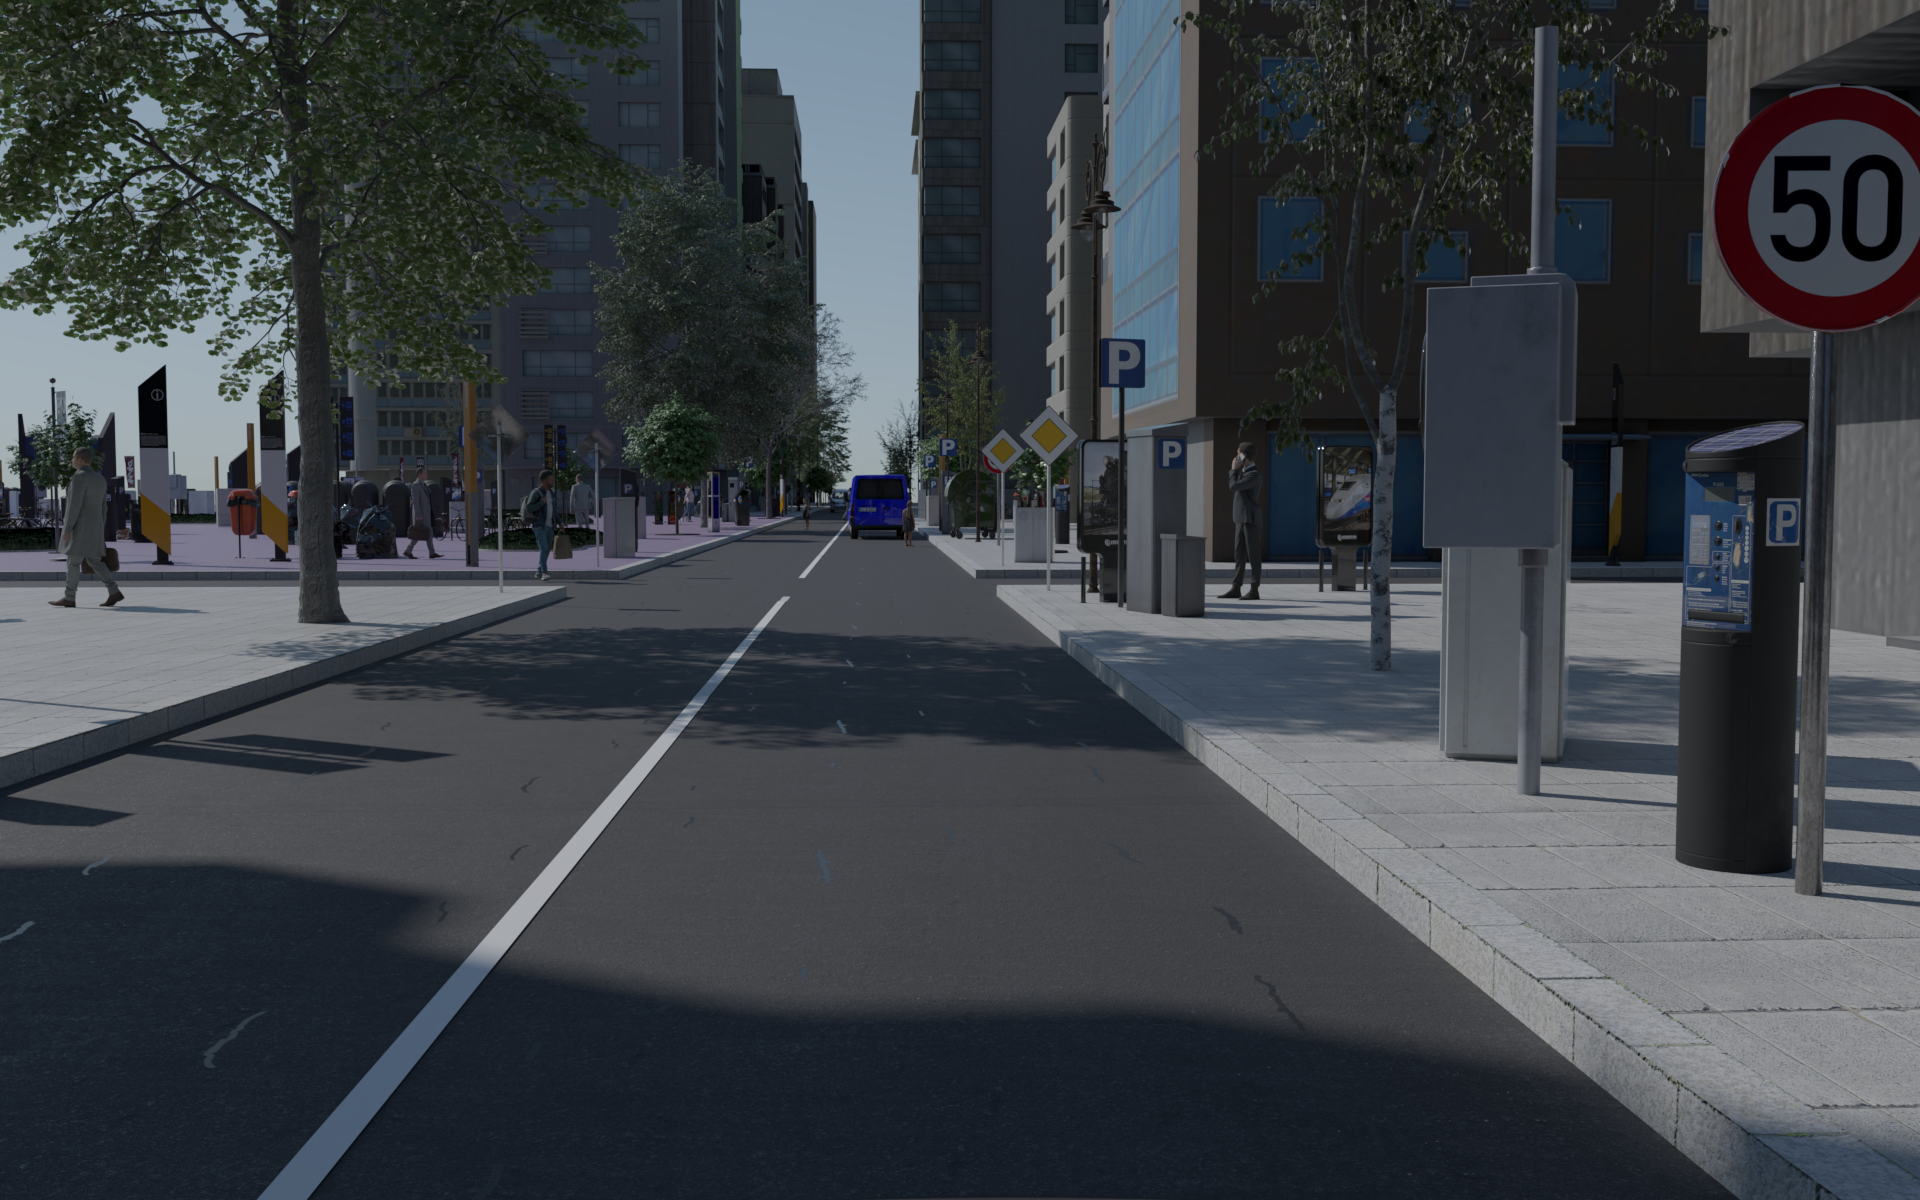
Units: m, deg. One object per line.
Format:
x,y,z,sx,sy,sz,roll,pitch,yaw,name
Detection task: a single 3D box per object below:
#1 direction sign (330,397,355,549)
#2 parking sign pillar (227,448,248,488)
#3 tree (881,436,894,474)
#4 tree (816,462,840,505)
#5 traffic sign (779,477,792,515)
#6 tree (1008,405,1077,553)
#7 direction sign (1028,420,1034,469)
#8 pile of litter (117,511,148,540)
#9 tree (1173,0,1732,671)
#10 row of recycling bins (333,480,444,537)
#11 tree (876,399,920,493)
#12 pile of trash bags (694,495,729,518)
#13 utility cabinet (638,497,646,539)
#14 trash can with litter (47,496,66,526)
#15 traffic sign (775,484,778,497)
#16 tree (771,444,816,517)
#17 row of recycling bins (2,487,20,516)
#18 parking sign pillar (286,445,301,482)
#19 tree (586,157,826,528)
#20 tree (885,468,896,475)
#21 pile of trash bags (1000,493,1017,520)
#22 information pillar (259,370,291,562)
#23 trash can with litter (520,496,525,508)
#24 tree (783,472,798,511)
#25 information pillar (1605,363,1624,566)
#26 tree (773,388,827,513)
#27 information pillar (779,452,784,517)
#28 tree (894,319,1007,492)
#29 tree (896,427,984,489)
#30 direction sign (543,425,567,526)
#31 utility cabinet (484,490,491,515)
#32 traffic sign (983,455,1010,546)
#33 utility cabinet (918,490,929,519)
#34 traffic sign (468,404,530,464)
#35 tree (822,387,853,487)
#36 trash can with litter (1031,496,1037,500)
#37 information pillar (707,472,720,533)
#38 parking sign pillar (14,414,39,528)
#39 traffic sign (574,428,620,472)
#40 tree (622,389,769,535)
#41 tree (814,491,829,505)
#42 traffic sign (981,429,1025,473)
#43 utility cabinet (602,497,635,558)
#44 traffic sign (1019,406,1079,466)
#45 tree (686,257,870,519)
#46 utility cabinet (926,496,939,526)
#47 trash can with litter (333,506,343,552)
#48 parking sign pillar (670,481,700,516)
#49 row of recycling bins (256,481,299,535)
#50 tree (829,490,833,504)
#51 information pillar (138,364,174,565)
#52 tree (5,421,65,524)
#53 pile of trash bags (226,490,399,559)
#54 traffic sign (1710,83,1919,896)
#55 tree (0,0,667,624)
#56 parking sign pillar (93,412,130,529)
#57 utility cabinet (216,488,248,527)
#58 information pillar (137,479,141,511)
-14.509,-2.960,40.400,0.876,3.537,0.379,1,4,14,direction sign
-41.017,-6.730,98.512,1.447,3.967,1.447,2,4,25,parking sign pillar
-6.498,-15.042,196.298,4.737,8.622,4.395,0,3,0,tree
-14.194,-11.490,171.571,4.285,4.588,4.351,0,3,0,tree
-10.538,-6.366,104.086,0.884,2.594,0.081,0,4,4,traffic sign
1.716,-2.643,37.815,1.663,3.219,1.824,0,3,0,tree
2.414,-3.749,53.293,0.876,3.537,0.379,-3,5,-40,direction sign
-23.334,-2.143,49.010,1.719,0.858,1.176,-2,4,-26,pile of litter
3.231,-3.803,12.545,4.360,8.622,3.978,0,3,0,tree
-17.227,-2.724,51.653,3.534,1.692,1.069,-1,4,-10,row of recycling bins
-4.012,-11.003,130.260,4.360,8.622,3.978,0,3,0,tree
-13.374,-5.161,94.142,1.912,1.369,3.447,-1,4,-15,pile of trash bags
-9.245,-2.366,49.847,0.306,1.237,1.020,-1,4,-19,utility cabinet
-36.245,-3.582,69.626,1.678,1.210,2.233,-1,4,-8,trash can with litter
-10.998,-6.308,103.239,0.768,2.556,0.104,0,4,5,traffic sign
-11.086,-6.986,97.934,4.285,4.588,4.351,0,3,0,tree
-55.399,-5.690,100.144,1.069,1.692,3.534,0,4,-2,row of recycling bins
-30.143,-5.539,79.038,1.447,3.967,1.447,3,5,40,parking sign pillar
-9.647,-9.747,66.013,9.857,13.997,8.962,0,3,0,tree
-7.085,-13.454,203.685,4.285,4.588,4.351,0,3,0,tree
1.930,-4.761,87.600,3.447,1.369,1.912,-3,5,-41,pile of trash bags
-12.981,-2.534,32.782,0.504,3.616,0.183,0,4,7,information pillar
-21.211,-4.465,84.057,1.678,1.210,2.233,-2,4,-34,trash can with litter
-13.321,-8.343,131.010,1.663,3.219,1.824,0,3,0,tree
11.657,-2.410,30.758,0.183,3.616,0.504,0,4,7,information pillar
-11.167,-10.197,117.086,4.737,8.622,4.395,0,3,0,tree
-9.841,-6.383,95.724,0.183,3.616,0.504,-1,4,-21,information pillar
0.209,-7.452,72.204,4.737,8.622,4.395,0,3,0,tree
-0.499,-5.949,80.985,4.285,4.588,4.351,0,3,0,tree
-13.255,-3.960,56.742,0.379,3.537,0.876,3,4,39,direction sign
-24.143,-4.824,87.549,0.318,1.500,1.173,2,4,35,utility cabinet
0.966,-2.629,43.085,0.768,2.556,0.104,0,4,6,traffic sign
-1.589,-4.915,89.039,1.173,1.500,0.318,2,4,33,utility cabinet
-5.993,-1.243,22.516,0.795,2.593,0.064,0,4,-3,traffic sign
-14.940,-15.994,179.634,7.486,12.596,7.792,0,3,0,tree
3.207,-4.311,81.869,1.055,1.170,0.624,2,4,33,trash can with litter
-8.233,-3.265,57.874,0.304,2.012,0.304,-3,5,-39,information pillar
-31.572,-4.293,58.668,1.447,3.967,1.447,-2,4,-24,parking sign pillar
-6.400,-1.731,30.491,0.795,2.593,0.064,0,4,-3,traffic sign
-8.784,-4.310,54.182,4.285,4.588,4.351,0,3,0,tree
-16.963,-13.015,207.388,1.663,3.219,1.824,0,3,0,tree
0.786,-1.752,30.835,0.795,2.593,0.064,0,4,-3,traffic sign
-6.910,-1.464,35.098,0.306,1.237,1.020,1,4,11,utility cabinet
1.193,-1.264,22.860,0.795,2.593,0.064,0,4,-3,traffic sign
-9.852,-10.917,88.859,12.009,13.543,11.850,0,3,0,tree
-0.830,-3.551,69.218,1.020,1.237,0.306,-2,4,-23,utility cabinet
-13.404,-1.554,36.788,0.624,1.170,1.055,-3,5,-41,trash can with litter
-16.040,-6.816,99.907,1.447,3.967,1.447,0,4,7,parking sign pillar
-20.705,-2.913,54.744,3.534,1.692,1.069,1,4,10,row of recycling bins
-16.948,-13.812,220.425,1.663,3.219,1.824,0,3,0,tree
-14.538,-2.443,31.290,0.504,3.616,0.183,-1,4,-15,information pillar
-38.566,-5.494,73.541,4.285,4.588,4.351,0,3,0,tree
-13.019,-1.541,34.952,3.447,1.369,1.912,0,4,-5,pile of trash bags
2.727,-0.329,5.489,0.768,2.556,0.104,0,4,2,traffic sign
-6.437,-6.019,16.545,7.486,12.596,7.792,0,3,0,tree
-27.900,-4.156,56.422,1.447,3.967,1.447,-1,4,-9,parking sign pillar
-28.239,-3.584,67.277,1.173,1.500,0.318,-2,4,-34,utility cabinet
-40.737,-5.001,86.265,0.304,2.012,0.304,2,4,34,information pillar
